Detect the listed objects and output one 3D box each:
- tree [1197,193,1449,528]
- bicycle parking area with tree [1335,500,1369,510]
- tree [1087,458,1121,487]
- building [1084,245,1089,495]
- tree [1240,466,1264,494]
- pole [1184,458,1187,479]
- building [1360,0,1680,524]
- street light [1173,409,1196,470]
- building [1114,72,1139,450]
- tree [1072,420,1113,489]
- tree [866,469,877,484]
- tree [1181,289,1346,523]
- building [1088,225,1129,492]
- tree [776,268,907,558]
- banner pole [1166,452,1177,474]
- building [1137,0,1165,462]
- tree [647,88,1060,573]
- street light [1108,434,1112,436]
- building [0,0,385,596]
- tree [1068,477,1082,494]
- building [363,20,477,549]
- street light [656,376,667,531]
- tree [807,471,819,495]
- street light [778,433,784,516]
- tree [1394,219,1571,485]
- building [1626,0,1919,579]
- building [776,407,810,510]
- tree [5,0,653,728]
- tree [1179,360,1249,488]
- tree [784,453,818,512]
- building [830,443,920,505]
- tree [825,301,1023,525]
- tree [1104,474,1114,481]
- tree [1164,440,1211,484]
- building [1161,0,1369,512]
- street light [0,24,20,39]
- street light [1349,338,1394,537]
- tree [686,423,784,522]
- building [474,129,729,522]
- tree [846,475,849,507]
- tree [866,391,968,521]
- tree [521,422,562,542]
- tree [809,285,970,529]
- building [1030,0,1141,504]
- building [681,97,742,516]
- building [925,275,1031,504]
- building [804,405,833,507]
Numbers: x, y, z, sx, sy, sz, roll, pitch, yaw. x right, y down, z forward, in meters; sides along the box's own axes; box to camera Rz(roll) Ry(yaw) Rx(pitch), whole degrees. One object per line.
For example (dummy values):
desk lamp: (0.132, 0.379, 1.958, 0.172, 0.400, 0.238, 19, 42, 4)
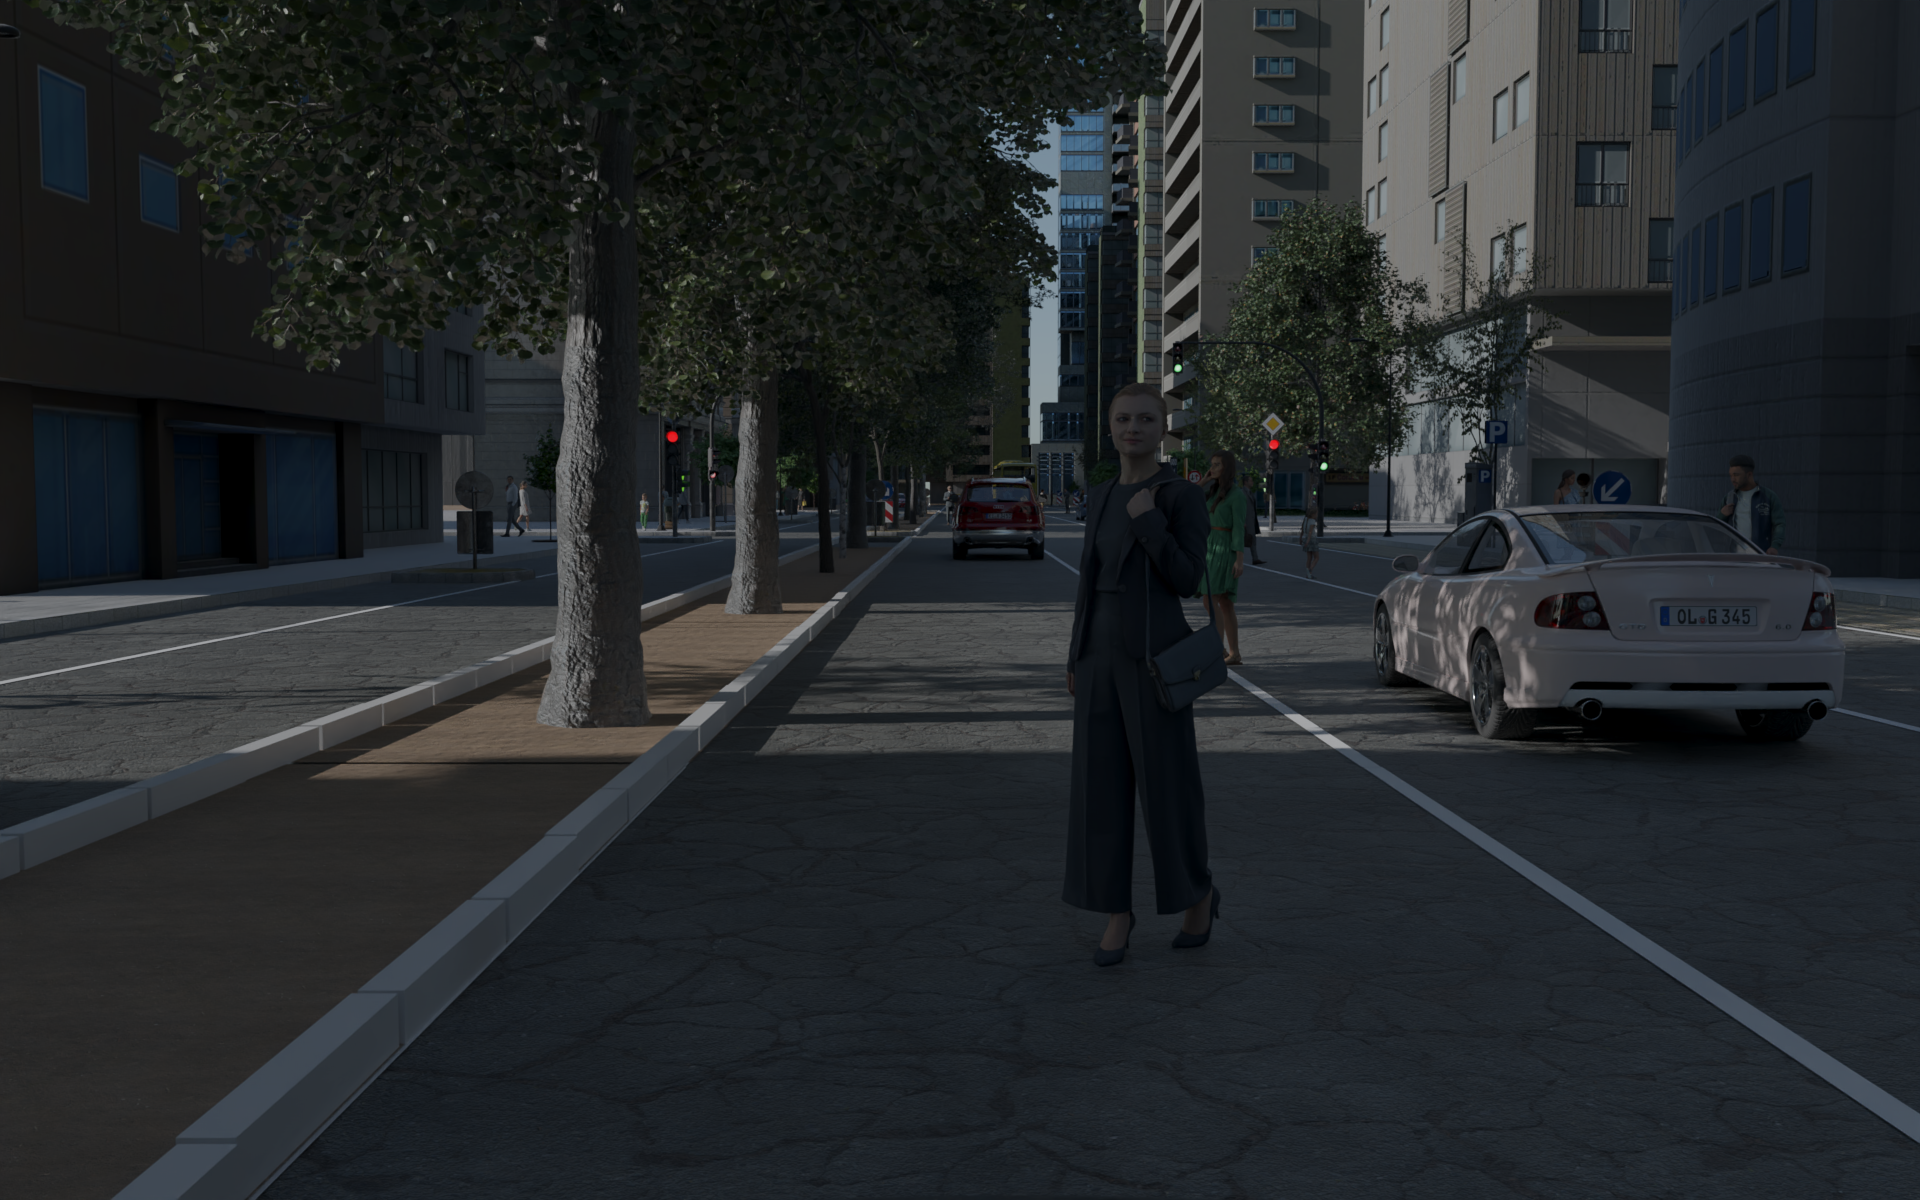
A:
tree: (13.643, -9.121, 66.133, 9.611, 12.733, 9.660, 0, 3, 0)
bicycle parking area with tree: (27.763, -7.281, 106.039, 8.231, 4.147, 9.016, -2, 4, -23)
tree: (13.153, -10.500, 155.382, 4.285, 4.588, 4.351, 0, 3, 0)
building: (21.367, -26.312, 201.898, 14.160, 30.474, 14.107, 0, 3, 0)
tree: (18.185, -6.873, 106.980, 1.663, 3.219, 1.824, 0, 3, 0)
pole: (12.816, -6.398, 98.458, 0.158, 3.312, 0.155, 0, 3, 0)
building: (33.462, -29.673, 74.395, 27.495, 52.752, 28.713, 0, 3, 0)
street light: (12.242, -7.443, 94.230, 1.470, 5.913, 1.316, 0, 3, 0)
building: (26.430, -31.273, 165.937, 22.147, 44.769, 28.867, 0, 3, 0)
tree: (13.042, -13.556, 172.010, 4.360, 8.622, 3.978, 0, 3, 0)
tree: (-10.818, -12.855, 193.897, 4.285, 4.588, 4.351, 0, 3, 0)
tree: (13.640, -8.705, 76.736, 7.601, 10.594, 8.767, 2, 4, 33)
building: (21.813, -25.451, 187.817, 14.160, 30.474, 14.107, 0, 3, 0)
tree: (-2.612, -5.229, 38.314, 4.360, 8.622, 3.978, 0, 3, 0)
banner pole: (12.501, -6.889, 102.657, 0.863, 3.779, 0.401, -1, 4, -16)
building: (21.636, -28.174, 144.246, 14.154, 41.232, 14.086, 0, 3, 0)
tree: (-2.391, -5.784, 31.435, 8.767, 10.594, 7.601, 0, 3, 0)
street light: (12.224, -9.929, 134.875, 1.470, 5.913, 1.316, 0, 3, 0)
building: (-18.608, -23.049, 26.961, 14.600, 45.320, 14.200, 0, 3, 0)
tree: (13.181, -12.549, 199.771, 1.663, 3.219, 1.824, 0, 3, 0)
building: (-19.763, -21.910, 41.830, 14.086, 41.232, 14.154, 0, 3, 0)
street light: (-9.898, -5.371, 60.350, 1.470, 5.913, 1.316, 0, 3, 0)
tree: (-10.710, -8.201, 128.686, 1.663, 3.219, 1.824, 0, 3, 0)
street light: (-10.010, -7.898, 101.666, 1.470, 5.913, 1.316, 0, 3, 0)
tree: (13.845, -5.845, 45.934, 4.360, 8.622, 3.978, 0, 3, 0)
building: (23.651, -29.655, 26.861, 21.231, 58.520, 28.212, 0, 3, 0)
building: (-23.960, -30.268, 149.510, 22.147, 44.769, 28.867, 0, 3, 0)
tree: (-2.299, -6.204, 10.542, 9.857, 13.997, 8.962, 0, 3, 0)
tree: (13.461, -8.450, 88.526, 4.737, 8.622, 4.395, 0, 3, 0)
tree: (-11.809, -8.639, 124.957, 4.285, 4.588, 4.351, 0, 3, 0)
building: (-18.775, -39.425, 233.833, 27.495, 52.752, 28.713, 0, 3, 0)
tree: (-2.167, -10.271, 80.753, 12.009, 13.543, 11.850, 0, 3, 0)
tree: (12.998, -9.633, 152.097, 1.663, 3.219, 1.824, 0, 3, 0)
tree: (13.863, -7.473, 105.898, 4.285, 4.588, 4.351, 0, 3, 0)
building: (26.141, -30.441, 121.405, 21.300, 48.544, 21.600, 0, 3, 0)
street light: (-9.999, -2.737, 17.283, 1.470, 5.913, 1.316, 0, 3, 0)
street light: (12.291, -4.843, 51.730, 1.470, 5.913, 1.316, 0, 3, 0)
tree: (-10.994, -5.913, 80.392, 4.285, 4.588, 4.351, 0, 3, 0)
building: (-18.161, -14.078, 81.081, 10.553, 20.767, 40.483, 0, 3, 0)
tree: (-10.964, -10.825, 171.588, 1.663, 3.219, 1.824, 0, 3, 0)
tree: (-2.744, -10.089, 93.167, 9.928, 11.665, 9.643, 0, 3, 0)
tree: (-10.873, -3.173, 46.476, 1.663, 3.219, 1.824, 0, 3, 0)
tree: (-2.791, -9.197, 70.952, 7.486, 12.596, 7.792, 0, 3, 0)
building: (24.617, -56.057, 229.211, 31.000, 86.520, 22.319, 0, 3, 0)
building: (-19.685, -19.929, 111.750, 13.634, 28.700, 20.117, 0, 3, 0)
building: (2.032, -27.863, 227.261, 14.107, 30.474, 14.160, 0, 3, 0)
building: (-20.020, -31.858, 170.990, 14.600, 45.320, 14.200, 0, 3, 0)
